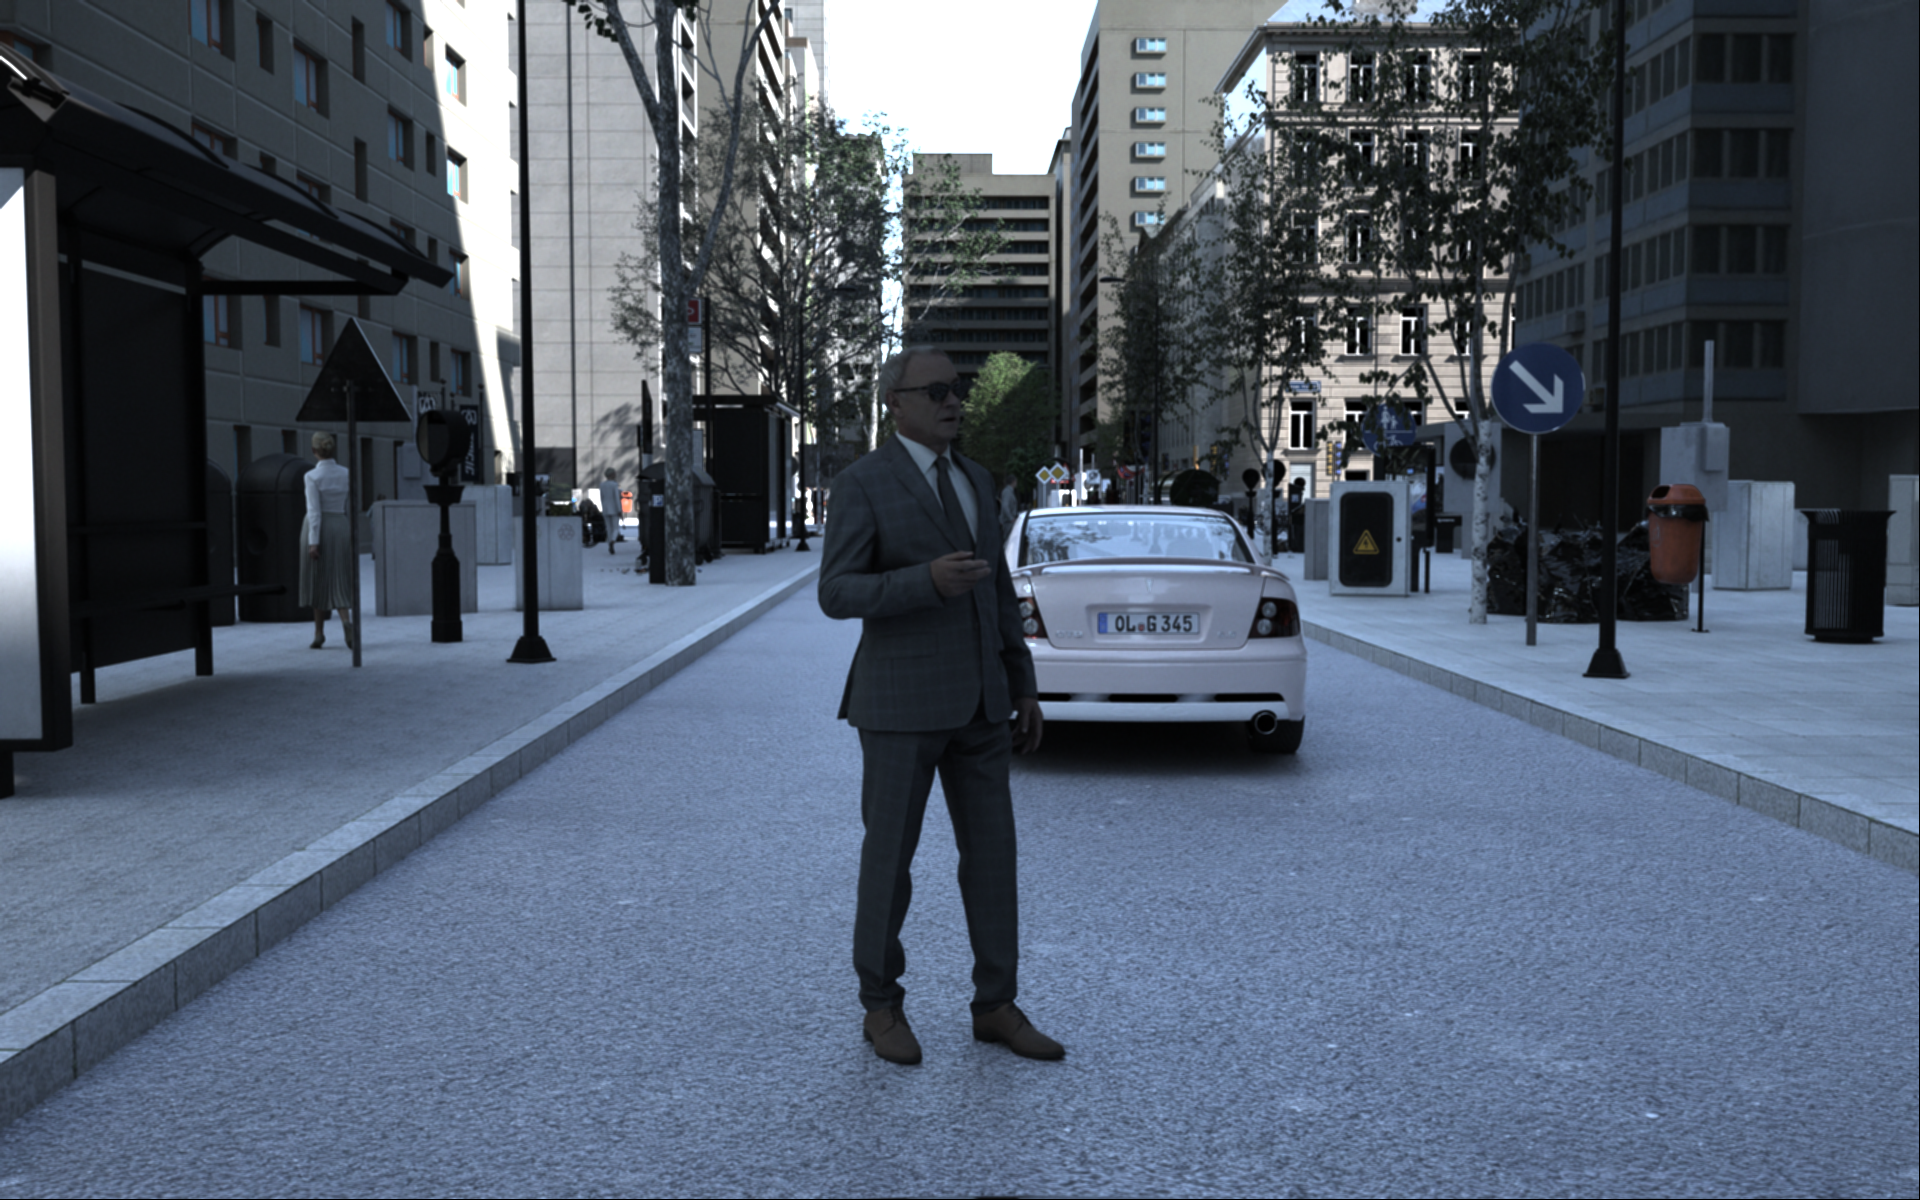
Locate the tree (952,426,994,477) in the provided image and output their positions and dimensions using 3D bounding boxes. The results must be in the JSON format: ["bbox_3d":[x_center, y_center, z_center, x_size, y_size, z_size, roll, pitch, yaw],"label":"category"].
[{"bbox_3d":[3.143,-14.712,174.957,7.601,10.594,8.767,2,4,24],"label":"tree"}]

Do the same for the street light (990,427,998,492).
[{"bbox_3d":[2.749,-9.030,120.174,1.470,5.913,1.316,0,4,-1],"label":"street light"}]

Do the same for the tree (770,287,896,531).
[{"bbox_3d":[-4.719,-6.663,59.299,4.360,8.622,3.978,0,3,0],"label":"tree"}]

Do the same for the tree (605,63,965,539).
[{"bbox_3d":[-4.983,-8.509,49.500,12.009,13.543,11.850,0,3,0],"label":"tree"}]

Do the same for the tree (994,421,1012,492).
[{"bbox_3d":[4.250,-12.850,160.463,4.360,8.622,3.978,0,3,0],"label":"tree"}]

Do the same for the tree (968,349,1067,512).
[{"bbox_3d":[4.111,-12.195,125.139,9.928,11.665,9.643,0,3,0],"label":"tree"}]

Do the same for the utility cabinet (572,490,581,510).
[{"bbox_3d":[-19.679,-4.804,87.220,1.173,1.500,0.318,0,4,-1],"label":"utility cabinet"}]

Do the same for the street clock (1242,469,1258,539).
[{"bbox_3d":[8.275,-2.734,49.279,0.471,2.002,0.358,1,4,18],"label":"street clock"}]

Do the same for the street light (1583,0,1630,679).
[{"bbox_3d":[4.010,-2.414,12.012,1.470,5.913,1.316,0,4,-1],"label":"street light"}]

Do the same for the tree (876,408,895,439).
[{"bbox_3d":[-5.734,-16.037,187.967,9.928,11.665,9.643,0,3,0],"label":"tree"}]

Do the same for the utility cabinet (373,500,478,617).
[{"bbox_3d":[-5.695,-0.447,18.468,1.020,1.237,0.306,-3,4,-39],"label":"utility cabinet"}]

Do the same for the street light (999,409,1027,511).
[{"bbox_3d":[3.038,-7.453,94.390,1.470,5.913,1.316,0,4,-1],"label":"street light"}]

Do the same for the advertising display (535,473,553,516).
[{"bbox_3d":[-12.931,-2.946,53.374,0.974,1.923,0.123,2,4,33],"label":"advertising display"}]

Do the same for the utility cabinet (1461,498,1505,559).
[{"bbox_3d":[10.392,-1.422,34.409,1.020,1.237,0.306,-3,4,-38],"label":"utility cabinet"}]

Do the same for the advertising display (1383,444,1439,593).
[{"bbox_3d":[5.905,-1.077,22.816,0.123,1.923,0.974,-1,4,-22],"label":"advertising display"}]

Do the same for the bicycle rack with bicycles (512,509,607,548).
[{"bbox_3d":[-9.744,-1.733,41.715,2.925,0.926,2.852,-2,4,-29],"label":"bicycle rack with bicycles"}]

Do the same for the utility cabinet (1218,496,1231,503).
[{"bbox_3d":[9.343,-3.185,63.244,1.020,1.237,0.306,2,4,27],"label":"utility cabinet"}]

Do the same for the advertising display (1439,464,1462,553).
[{"bbox_3d":[10.535,-1.983,37.629,0.974,1.923,0.123,0,4,3],"label":"advertising display"}]

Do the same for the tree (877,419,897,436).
[{"bbox_3d":[-6.637,-17.119,198.017,7.486,12.596,7.792,0,3,0],"label":"tree"}]

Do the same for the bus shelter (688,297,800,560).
[{"bbox_3d":[-4.928,-3.691,37.986,2.179,5.291,8.768,0,4,0],"label":"bus shelter"}]

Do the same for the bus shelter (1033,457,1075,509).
[{"bbox_3d":[5.239,-6.337,97.529,2.014,3.302,5.546,0,4,-1],"label":"bus shelter"}]

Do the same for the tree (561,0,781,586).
[{"bbox_3d":[-4.607,-10.186,22.424,12.611,20.169,13.585,0,3,0],"label":"tree"}]

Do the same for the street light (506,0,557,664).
[{"bbox_3d":[-2.744,-2.481,13.098,1.470,5.913,1.316,0,4,-1],"label":"street light"}]

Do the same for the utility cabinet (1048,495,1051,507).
[{"bbox_3d":[4.990,-4.755,88.907,1.020,1.237,0.306,3,4,36],"label":"utility cabinet"}]

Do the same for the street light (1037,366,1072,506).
[{"bbox_3d":[3.469,-5.521,62.816,1.470,5.913,1.316,0,4,-1],"label":"street light"}]

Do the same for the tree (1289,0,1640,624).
[{"bbox_3d":[5.074,-4.085,17.153,4.360,8.622,3.978,0,3,0],"label":"tree"}]

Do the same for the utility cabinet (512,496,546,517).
[{"bbox_3d":[-11.456,-2.114,45.726,1.020,1.237,0.306,1,4,14],"label":"utility cabinet"}]

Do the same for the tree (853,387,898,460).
[{"bbox_3d":[-4.720,-11.902,129.007,7.601,10.594,8.767,0,4,-1],"label":"tree"}]

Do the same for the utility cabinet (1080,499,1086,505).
[{"bbox_3d":[6.332,-5.079,94.200,1.020,1.237,0.306,1,4,22],"label":"utility cabinet"}]

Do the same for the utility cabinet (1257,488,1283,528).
[{"bbox_3d":[11.374,-3.361,63.638,0.318,1.500,1.173,-2,4,-27],"label":"utility cabinet"}]

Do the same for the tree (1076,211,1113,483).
[{"bbox_3d":[4.752,-5.679,43.211,4.360,8.622,3.978,0,3,0],"label":"tree"}]

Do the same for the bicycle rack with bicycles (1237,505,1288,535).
[{"bbox_3d":[10.115,-2.518,54.553,2.925,0.926,2.852,-1,4,-10],"label":"bicycle rack with bicycles"}]

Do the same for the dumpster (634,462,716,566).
[{"bbox_3d":[-5.200,-1.583,31.639,1.264,1.857,1.865,0,4,0],"label":"dumpster"}]

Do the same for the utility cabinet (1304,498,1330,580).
[{"bbox_3d":[5.675,-0.906,25.977,1.020,1.237,0.306,-1,4,-22],"label":"utility cabinet"}]

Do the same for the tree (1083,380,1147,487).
[{"bbox_3d":[10.022,-9.701,108.967,4.737,8.622,4.395,0,3,0],"label":"tree"}]

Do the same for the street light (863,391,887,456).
[{"bbox_3d":[-3.421,-6.007,70.749,1.470,5.913,1.316,0,4,-1],"label":"street light"}]

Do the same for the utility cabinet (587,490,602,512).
[{"bbox_3d":[-17.520,-4.629,84.359,1.173,1.500,0.318,-2,4,-33],"label":"utility cabinet"}]

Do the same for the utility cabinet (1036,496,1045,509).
[{"bbox_3d":[5.303,-6.157,109.353,0.318,1.500,1.173,3,5,41],"label":"utility cabinet"}]

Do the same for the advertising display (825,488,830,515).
[{"bbox_3d":[-7.708,-5.880,101.354,0.123,1.923,0.974,-1,4,-20],"label":"advertising display"}]

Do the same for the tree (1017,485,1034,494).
[{"bbox_3d":[4.462,-7.373,115.150,1.663,3.219,1.824,0,3,0],"label":"tree"}]

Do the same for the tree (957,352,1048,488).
[{"bbox_3d":[3.333,-13.512,139.044,7.486,12.596,7.792,0,3,0],"label":"tree"}]

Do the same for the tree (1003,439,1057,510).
[{"bbox_3d":[4.265,-7.314,103.304,4.285,4.588,4.351,0,3,0],"label":"tree"}]

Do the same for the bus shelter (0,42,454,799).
[{"bbox_3d":[-4.593,-0.966,9.711,2.014,3.302,5.546,0,4,-1],"label":"bus shelter"}]

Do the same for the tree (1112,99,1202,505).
[{"bbox_3d":[5.546,-4.903,30.526,4.360,8.622,3.978,0,3,0],"label":"tree"}]

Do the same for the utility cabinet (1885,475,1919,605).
[{"bbox_3d":[11.213,-0.698,20.092,1.173,1.500,0.318,-2,4,-35],"label":"utility cabinet"}]

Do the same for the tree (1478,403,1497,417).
[{"bbox_3d":[17.619,-4.441,56.318,4.285,4.588,4.351,0,3,0],"label":"tree"}]

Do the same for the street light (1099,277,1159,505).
[{"bbox_3d":[3.674,-3.953,37.167,1.470,5.913,1.316,0,4,-1],"label":"street light"}]

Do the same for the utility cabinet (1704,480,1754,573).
[{"bbox_3d":[12.094,-1.174,27.874,1.173,1.500,0.318,3,5,43],"label":"utility cabinet"}]

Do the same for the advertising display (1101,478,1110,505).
[{"bbox_3d":[6.111,-3.979,70.264,0.123,1.923,0.974,-3,5,-43],"label":"advertising display"}]

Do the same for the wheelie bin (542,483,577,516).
[{"bbox_3d":[-11.608,-2.586,50.188,0.980,1.594,0.693,-1,4,-16],"label":"wheelie bin"}]

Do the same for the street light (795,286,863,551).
[{"bbox_3d":[-2.997,-4.054,38.821,1.470,5.913,1.316,0,4,-1],"label":"street light"}]
